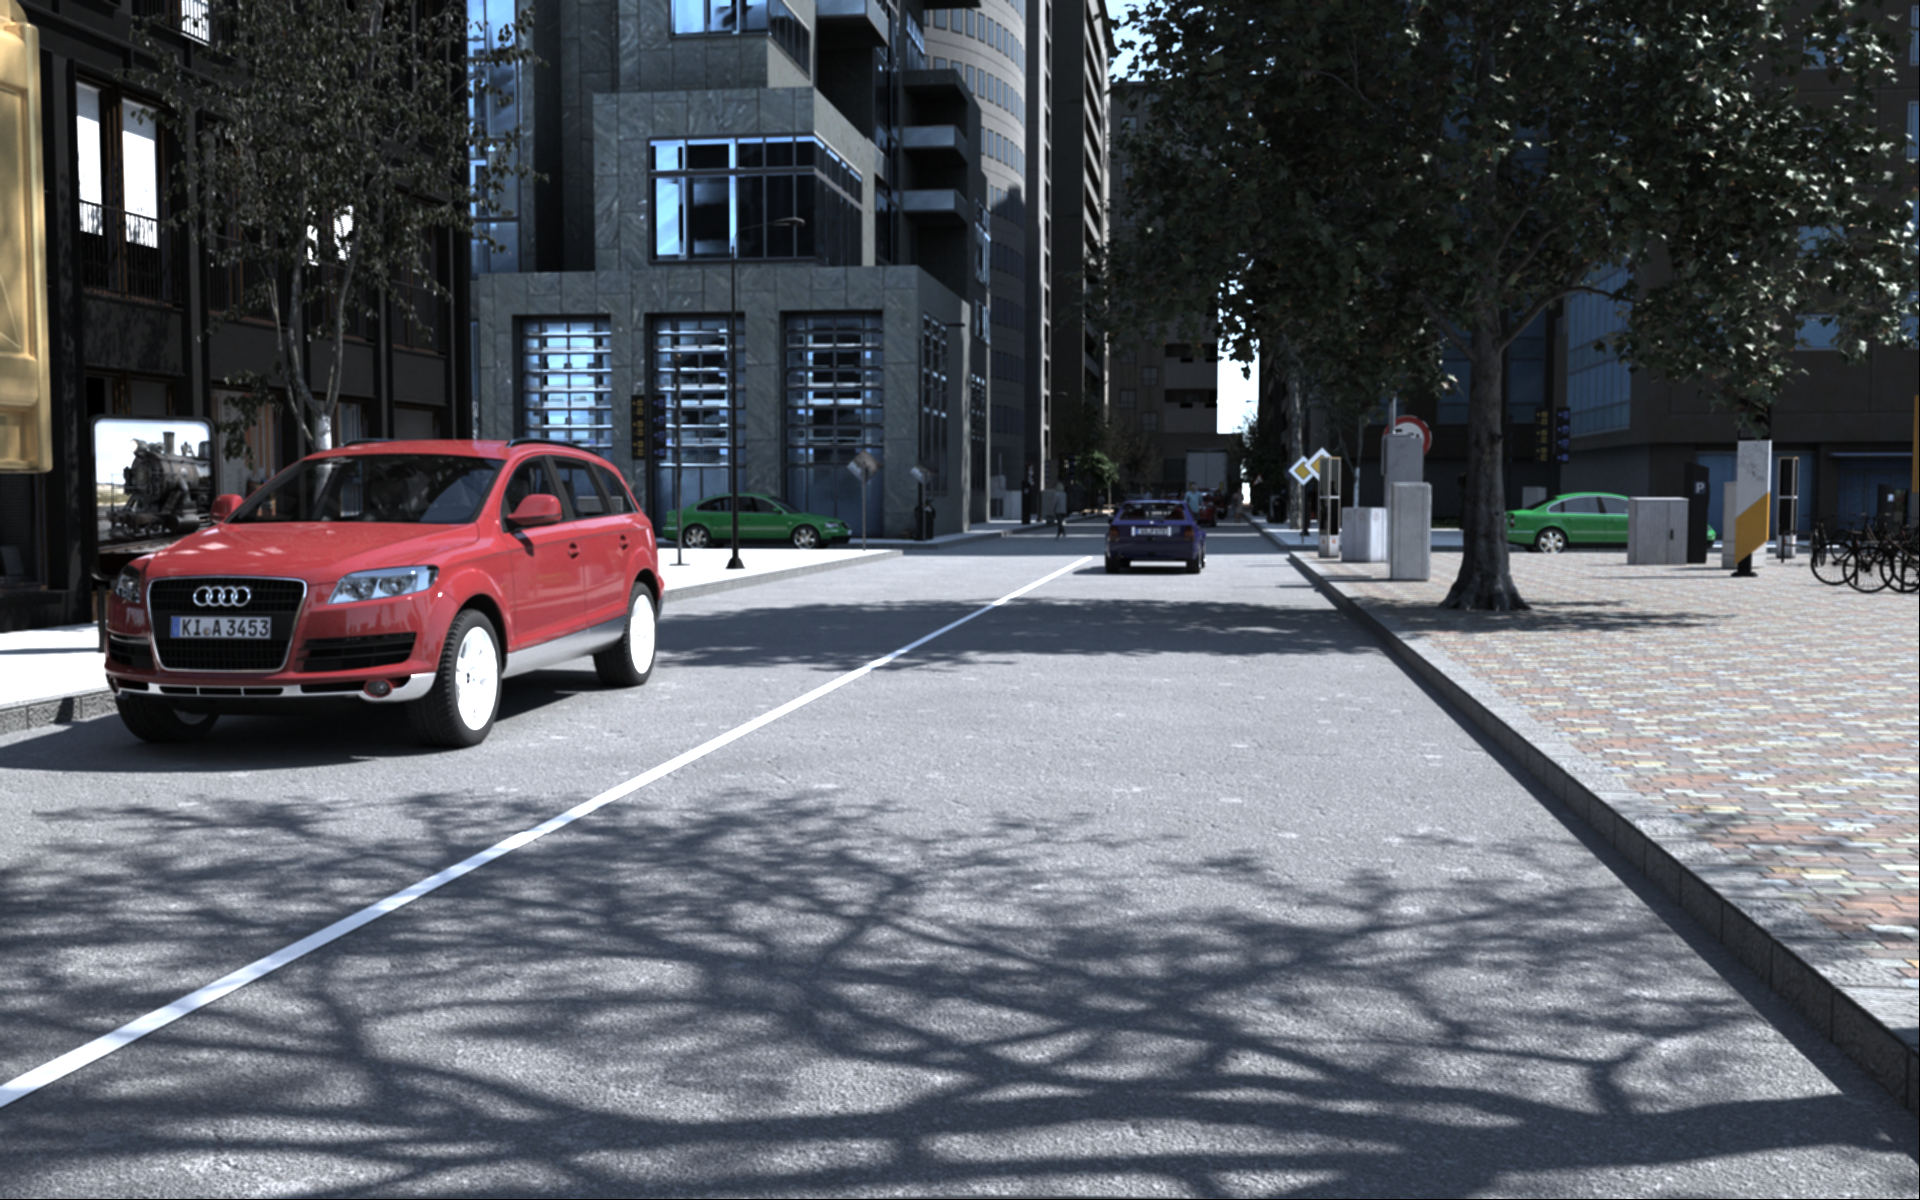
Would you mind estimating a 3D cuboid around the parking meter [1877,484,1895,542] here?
[{"bbox_3d":[23.477,-2.173,43.946,0.372,1.533,0.369,0,3,0],"label":"parking meter"}]

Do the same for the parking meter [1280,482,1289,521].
[{"bbox_3d":[15.249,-4.635,81.496,0.399,1.863,0.255,1,4,18],"label":"parking meter"}]

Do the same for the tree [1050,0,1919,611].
[{"bbox_3d":[5.782,-6.247,19.147,9.611,12.733,9.660,0,3,0],"label":"tree"}]

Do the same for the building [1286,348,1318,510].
[{"bbox_3d":[39.451,-17.535,131.739,27.650,21.520,28.899,1,4,8],"label":"building"}]

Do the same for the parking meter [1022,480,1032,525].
[{"bbox_3d":[2.802,-4.109,72.888,0.399,1.863,0.255,0,4,-3],"label":"parking meter"}]

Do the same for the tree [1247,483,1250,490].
[{"bbox_3d":[26.668,-9.778,154.472,1.663,3.219,1.824,0,3,0],"label":"tree"}]

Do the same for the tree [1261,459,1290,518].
[{"bbox_3d":[17.568,-6.139,94.970,1.663,3.219,1.824,0,3,0],"label":"tree"}]

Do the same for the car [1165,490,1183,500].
[{"bbox_3d":[21.366,-10.003,172.228,2.281,1.827,5.304,0,4,7],"label":"car"}]

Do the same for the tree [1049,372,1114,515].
[{"bbox_3d":[7.204,-9.400,104.058,4.737,8.622,4.395,0,3,0],"label":"tree"}]

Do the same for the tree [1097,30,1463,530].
[{"bbox_3d":[10.980,-12.496,60.204,12.611,20.169,13.585,0,3,0],"label":"tree"}]

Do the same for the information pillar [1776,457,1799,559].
[{"bbox_3d":[16.487,-1.837,34.520,0.304,2.012,0.304,3,5,39],"label":"information pillar"}]

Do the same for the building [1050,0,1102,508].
[{"bbox_3d":[1.090,-32.376,153.046,21.300,48.544,21.600,1,4,8],"label":"building"}]

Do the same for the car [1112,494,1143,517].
[{"bbox_3d":[9.966,-5.604,101.405,2.009,1.686,4.222,1,4,9],"label":"car"}]

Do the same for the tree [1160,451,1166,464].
[{"bbox_3d":[20.626,-14.914,194.213,4.360,8.622,3.978,0,3,0],"label":"tree"}]

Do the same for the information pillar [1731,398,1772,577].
[{"bbox_3d":[12.269,-2.167,26.792,0.504,3.616,0.183,3,5,43],"label":"information pillar"}]

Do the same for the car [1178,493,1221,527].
[{"bbox_3d":[10.386,-4.116,76.333,2.155,1.783,4.494,1,4,10],"label":"car"}]

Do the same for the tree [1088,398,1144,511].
[{"bbox_3d":[11.515,-11.147,132.613,4.360,8.622,3.978,0,3,0],"label":"tree"}]

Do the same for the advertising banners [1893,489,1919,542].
[{"bbox_3d":[24.704,-2.933,44.138,0.090,3.025,2.074,-3,4,-39],"label":"advertising banners"}]

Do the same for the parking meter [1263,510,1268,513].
[{"bbox_3d":[20.531,-6.593,116.203,0.372,1.533,0.369,0,3,0],"label":"parking meter"}]

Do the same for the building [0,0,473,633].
[{"bbox_3d":[-14.468,-11.530,18.198,12.332,23.373,15.834,1,4,8],"label":"building"}]

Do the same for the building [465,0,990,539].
[{"bbox_3d":[-9.956,-45.918,63.429,22.319,86.520,31.000,1,4,8],"label":"building"}]

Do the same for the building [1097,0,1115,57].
[{"bbox_3d":[1.752,-36.192,180.983,27.495,52.752,28.713,1,4,8],"label":"building"}]

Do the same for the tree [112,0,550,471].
[{"bbox_3d":[-6.179,-4.069,16.891,4.360,8.622,3.978,0,3,0],"label":"tree"}]

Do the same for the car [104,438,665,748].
[{"bbox_3d":[-3.535,-0.177,11.567,2.281,1.827,5.304,0,4,7],"label":"car"}]

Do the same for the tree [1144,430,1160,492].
[{"bbox_3d":[16.872,-13.428,169.915,4.360,8.622,3.978,0,3,0],"label":"tree"}]

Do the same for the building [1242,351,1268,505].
[{"bbox_3d":[49.394,-34.126,212.576,28.867,44.769,22.147,1,4,8],"label":"building"}]

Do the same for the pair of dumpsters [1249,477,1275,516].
[{"bbox_3d":[17.950,-6.115,102.478,1.574,2.255,4.437,1,4,9],"label":"pair of dumpsters"}]

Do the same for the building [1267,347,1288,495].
[{"bbox_3d":[42.868,-33.906,178.063,21.300,48.544,21.600,1,4,8],"label":"building"}]

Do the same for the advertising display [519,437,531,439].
[{"bbox_3d":[-4.973,-0.902,19.959,0.123,1.923,0.974,-1,4,-10],"label":"advertising display"}]

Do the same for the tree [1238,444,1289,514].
[{"bbox_3d":[19.591,-7.766,110.694,4.285,4.588,4.351,0,3,0],"label":"tree"}]

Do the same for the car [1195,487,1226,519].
[{"bbox_3d":[14.201,-5.572,99.772,2.281,1.827,5.304,0,4,7],"label":"car"}]

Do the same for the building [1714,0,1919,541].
[{"bbox_3d":[26.919,-24.596,52.261,14.200,45.320,14.600,1,4,8],"label":"building"}]

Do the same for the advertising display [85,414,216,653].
[{"bbox_3d":[-6.619,-0.551,14.229,0.974,1.923,0.123,-3,5,-43],"label":"advertising display"}]

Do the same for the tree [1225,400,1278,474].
[{"bbox_3d":[22.736,-11.234,134.045,4.737,8.622,4.395,0,3,0],"label":"tree"}]

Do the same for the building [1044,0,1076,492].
[{"bbox_3d":[-1.497,-42.397,131.442,20.563,71.187,20.611,1,4,8],"label":"building"}]

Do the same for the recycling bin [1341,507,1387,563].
[{"bbox_3d":[7.685,-1.229,32.642,0.722,1.027,0.722,-2,4,-34],"label":"recycling bin"}]

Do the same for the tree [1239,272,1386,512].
[{"bbox_3d":[10.765,-5.962,47.849,4.360,8.622,3.978,0,3,0],"label":"tree"}]

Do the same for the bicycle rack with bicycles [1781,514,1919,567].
[{"bbox_3d":[16.228,-1.101,31.381,2.852,0.926,2.925,1,4,9],"label":"bicycle rack with bicycles"}]

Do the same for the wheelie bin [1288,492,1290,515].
[{"bbox_3d":[20.440,-5.989,105.824,0.980,1.594,0.693,-3,5,-40],"label":"wheelie bin"}]

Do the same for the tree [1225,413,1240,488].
[{"bbox_3d":[21.738,-10.826,127.360,4.360,8.622,3.978,0,3,0],"label":"tree"}]

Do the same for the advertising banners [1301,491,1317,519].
[{"bbox_3d":[17.778,-5.583,87.462,2.074,3.025,0.090,2,4,33],"label":"advertising banners"}]

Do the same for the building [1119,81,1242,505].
[{"bbox_3d":[22.151,-38.623,220.719,27.495,52.752,28.713,1,4,8],"label":"building"}]

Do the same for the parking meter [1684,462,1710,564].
[{"bbox_3d":[13.574,-1.604,31.939,0.399,1.863,0.255,-1,4,-9],"label":"parking meter"}]

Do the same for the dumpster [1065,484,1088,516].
[{"bbox_3d":[6.664,-5.764,99.992,1.264,1.857,1.865,1,4,9],"label":"dumpster"}]

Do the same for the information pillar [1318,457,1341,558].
[{"bbox_3d":[7.410,-1.850,34.742,0.304,2.012,0.304,-2,4,-30],"label":"information pillar"}]

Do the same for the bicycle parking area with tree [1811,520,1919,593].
[{"bbox_3d":[15.160,-2.033,20.234,9.016,4.147,8.231,1,4,23],"label":"bicycle parking area with tree"}]

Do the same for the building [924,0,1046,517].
[{"bbox_3d":[-6.805,-34.236,101.764,21.231,58.520,28.212,1,4,8],"label":"building"}]

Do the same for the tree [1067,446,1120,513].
[{"bbox_3d":[9.143,-8.378,120.693,4.285,4.588,4.351,0,3,0],"label":"tree"}]

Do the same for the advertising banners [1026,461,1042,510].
[{"bbox_3d":[4.510,-5.852,91.860,2.074,3.025,0.090,0,4,-1],"label":"advertising banners"}]

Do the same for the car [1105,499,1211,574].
[{"bbox_3d":[3.716,-1.223,32.573,1.945,1.354,3.894,1,4,10],"label":"car"}]

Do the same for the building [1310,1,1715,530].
[{"bbox_3d":[22.241,-25.820,72.275,14.600,45.320,14.200,1,4,8],"label":"building"}]
